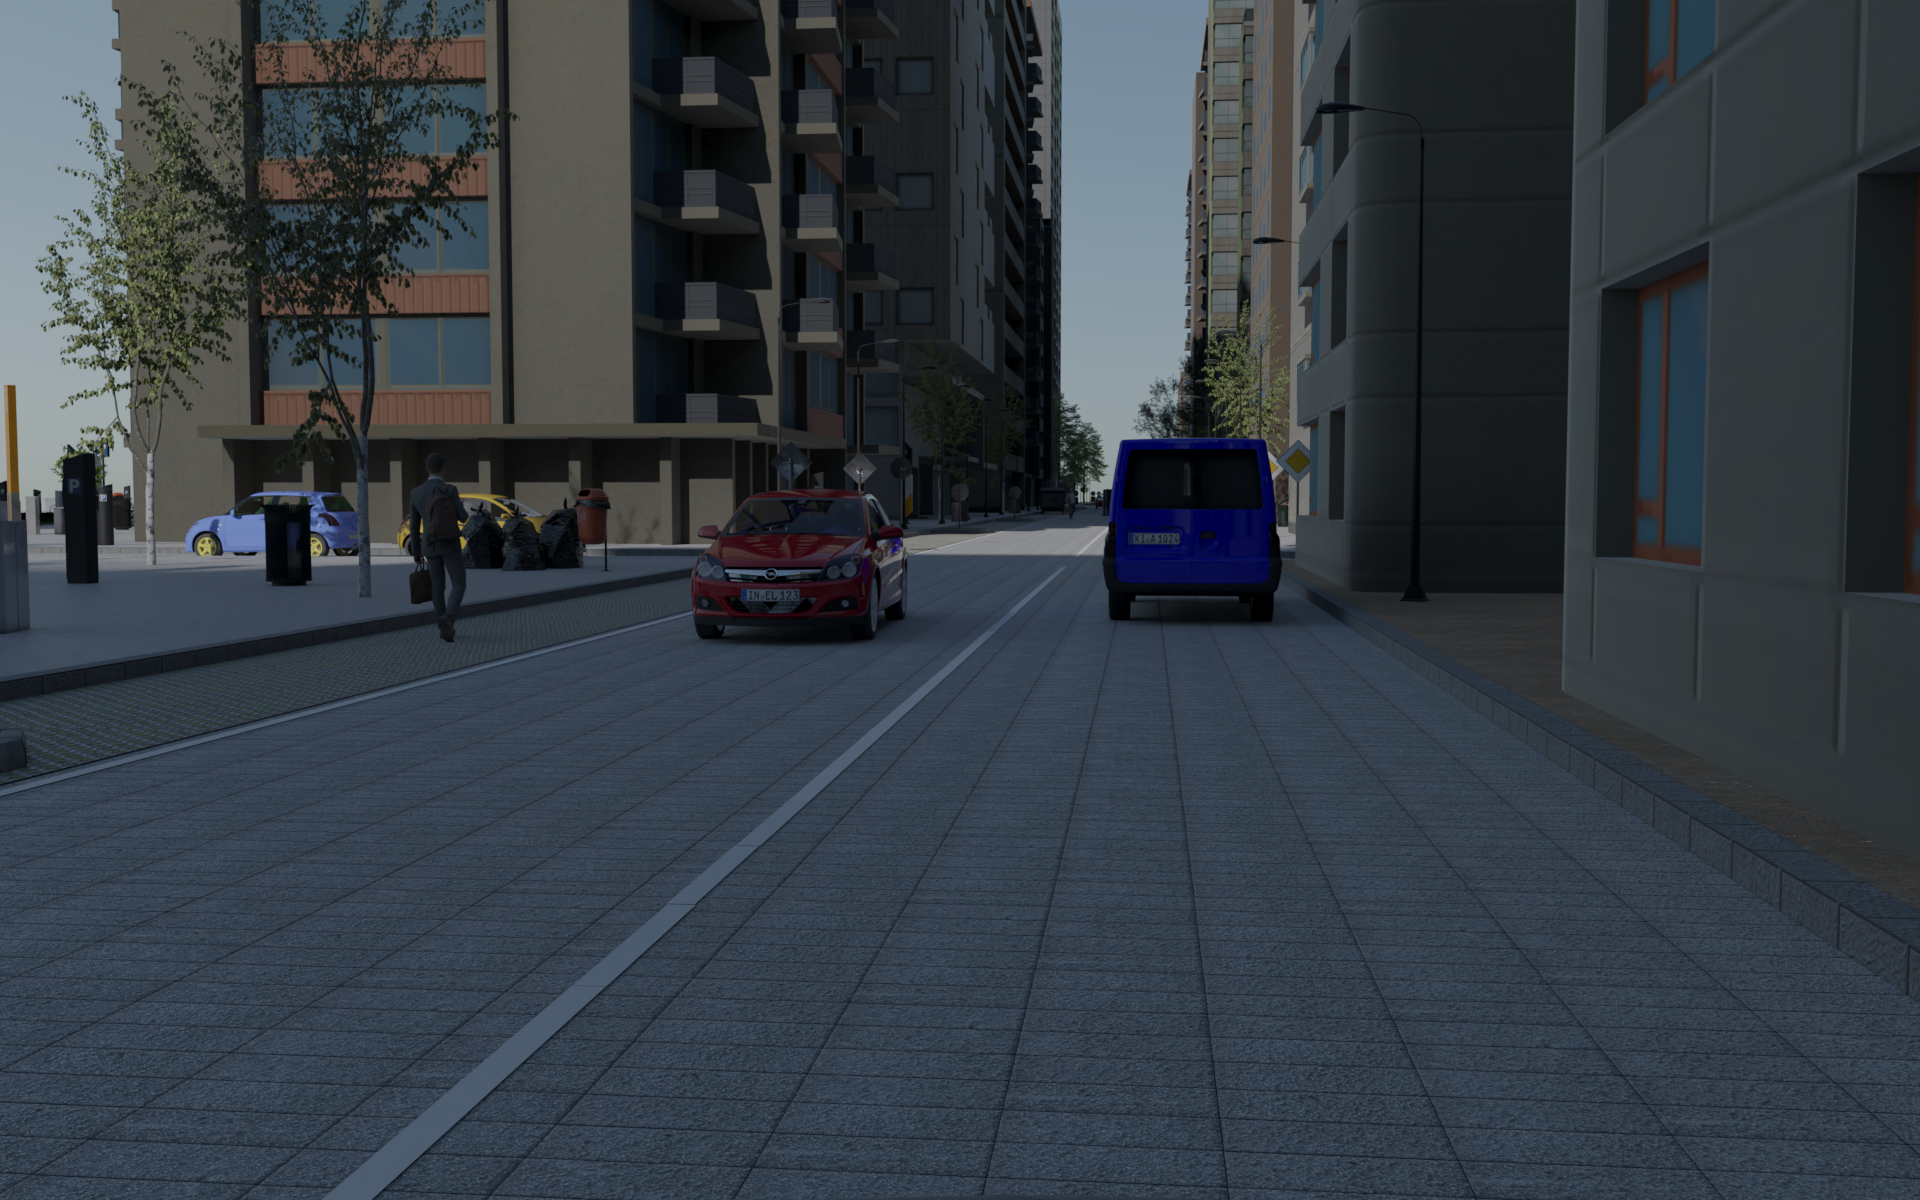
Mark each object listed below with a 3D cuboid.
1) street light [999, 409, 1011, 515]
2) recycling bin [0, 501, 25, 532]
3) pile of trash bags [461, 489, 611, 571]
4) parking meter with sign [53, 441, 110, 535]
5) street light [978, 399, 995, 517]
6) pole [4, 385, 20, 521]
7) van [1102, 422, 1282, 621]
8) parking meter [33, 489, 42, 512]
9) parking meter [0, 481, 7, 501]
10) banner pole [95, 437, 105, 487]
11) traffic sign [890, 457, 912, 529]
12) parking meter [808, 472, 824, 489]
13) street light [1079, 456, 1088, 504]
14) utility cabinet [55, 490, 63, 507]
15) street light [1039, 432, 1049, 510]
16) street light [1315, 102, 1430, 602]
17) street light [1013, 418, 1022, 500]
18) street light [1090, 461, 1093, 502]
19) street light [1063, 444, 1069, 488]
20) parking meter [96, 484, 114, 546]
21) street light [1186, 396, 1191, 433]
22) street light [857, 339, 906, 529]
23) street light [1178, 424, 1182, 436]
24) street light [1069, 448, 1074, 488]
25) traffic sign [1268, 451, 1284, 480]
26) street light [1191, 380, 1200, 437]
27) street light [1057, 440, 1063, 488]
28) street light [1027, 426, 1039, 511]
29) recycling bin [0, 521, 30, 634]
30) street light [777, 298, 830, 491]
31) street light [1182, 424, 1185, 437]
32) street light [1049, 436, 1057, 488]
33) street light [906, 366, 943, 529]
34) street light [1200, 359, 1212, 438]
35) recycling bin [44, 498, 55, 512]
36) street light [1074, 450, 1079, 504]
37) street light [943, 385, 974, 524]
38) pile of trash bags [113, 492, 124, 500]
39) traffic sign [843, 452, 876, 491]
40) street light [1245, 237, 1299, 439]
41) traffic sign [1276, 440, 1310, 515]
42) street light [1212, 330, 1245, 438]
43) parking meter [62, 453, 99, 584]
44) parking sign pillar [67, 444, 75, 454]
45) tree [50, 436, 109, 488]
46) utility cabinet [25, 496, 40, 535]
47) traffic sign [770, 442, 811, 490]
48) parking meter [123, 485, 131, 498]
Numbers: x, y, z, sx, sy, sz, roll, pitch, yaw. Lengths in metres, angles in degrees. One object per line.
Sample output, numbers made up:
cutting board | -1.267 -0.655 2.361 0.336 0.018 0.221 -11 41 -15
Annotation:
street light | 1.974 -7.491 95.012 1.470 5.913 1.316 0 4 6
recycling bin | -34.565 -3.072 62.777 0.722 1.027 0.722 0 4 0
pile of trash bags | -7.103 -1.211 29.558 3.447 1.369 1.912 3 5 41
parking meter with sign | -28.052 -3.610 55.283 0.543 3.016 1.738 2 4 25
street light | 0.901 -6.836 84.314 1.470 5.913 1.316 0 4 6
pole | -17.744 -2.361 32.442 0.158 3.312 0.155 0 3 0
van | 2.815 -1.032 21.256 2.240 2.365 5.245 0 4 7
parking meter | -48.261 -5.027 90.607 0.372 1.533 0.369 0 3 0
parking meter | -49.522 -5.152 89.949 0.399 1.863 0.255 -1 4 -14
banner pole | -37.934 -5.289 76.488 0.863 3.779 0.401 2 4 33
traffic sign | -2.055 -3.657 59.905 0.768 2.556 0.104 1 4 12
parking meter | -3.828 -2.463 45.975 0.399 1.863 0.255 -1 4 -18
street light | 14.604 -14.595 211.172 1.470 5.913 1.316 0 4 6
utility cabinet | -54.569 -5.914 105.375 0.318 1.500 1.173 0 4 1
street light | 5.654 -9.549 128.672 1.470 5.913 1.316 0 4 6
street light | 4.914 -2.942 20.651 1.470 5.913 1.316 0 4 6
street light | 3.068 -8.145 105.708 1.470 5.913 1.316 0 4 6
street light | 16.832 -15.956 233.421 1.470 5.913 1.316 0 4 6
street light | 9.186 -11.580 161.868 1.470 5.913 1.316 0 4 6
parking meter | -21.358 -2.132 43.276 0.372 1.533 0.369 0 3 0
street light | 11.530 -6.694 81.993 1.470 5.913 1.316 0 4 6
street light | -2.519 -4.873 52.216 1.470 5.913 1.316 0 4 6
street light | 14.920 -8.668 114.259 1.470 5.913 1.316 0 4 6
street light | 10.402 -12.255 172.907 1.470 5.913 1.316 0 4 6
traffic sign | 7.110 -2.226 40.034 0.795 2.450 0.064 0 4 6
street light | 10.268 -5.988 70.448 1.470 5.913 1.316 0 4 6
street light | 7.897 -10.857 150.058 1.470 5.913 1.316 0 4 6
street light | 4.433 -8.883 117.776 1.470 5.913 1.316 0 4 6
recycling bin | -9.164 -0.218 16.113 0.722 1.027 0.722 -1 4 -10
street light | -3.773 -4.202 41.248 1.470 5.913 1.316 0 4 6
street light | 12.758 -7.348 92.675 1.470 5.913 1.316 0 4 6
street light | 6.801 -10.203 139.362 1.470 5.913 1.316 0 4 6
street light | -1.500 -5.529 62.944 1.470 5.913 1.316 0 4 6
street light | 9.118 -5.332 59.725 1.470 5.913 1.316 0 4 6
recycling bin | -61.186 -6.358 116.510 0.722 1.027 0.722 -2 4 -26
street light | 11.593 -12.908 183.593 1.470 5.913 1.316 0 4 6
street light | -0.226 -6.182 73.621 1.470 5.913 1.316 0 4 6
pile of trash bags | -43.421 -5.055 92.408 3.447 1.369 1.912 -3 5 -44
traffic sign | -2.377 -2.289 41.075 0.795 2.450 0.064 0 4 6
street light | 5.985 -3.600 31.394 1.470 5.913 1.316 0 4 6
traffic sign | 6.253 -1.740 32.094 0.795 2.450 0.064 0 4 6
street light | 7.948 -4.679 49.037 1.470 5.913 1.316 0 4 6
parking meter | -12.620 -1.170 24.842 0.399 1.863 0.255 1 4 10
parking sign pillar | -47.541 -6.398 93.084 1.447 3.967 1.447 2 4 25
tree | -29.345 -3.883 58.095 1.663 3.219 1.824 0 3 0
utility cabinet | -29.582 -2.698 55.280 0.306 1.237 1.020 -1 4 -22
traffic sign | -3.234 -1.804 33.136 0.795 2.450 0.064 0 4 6
parking meter | -56.369 -6.821 117.230 0.399 1.863 0.255 0 4 -2
